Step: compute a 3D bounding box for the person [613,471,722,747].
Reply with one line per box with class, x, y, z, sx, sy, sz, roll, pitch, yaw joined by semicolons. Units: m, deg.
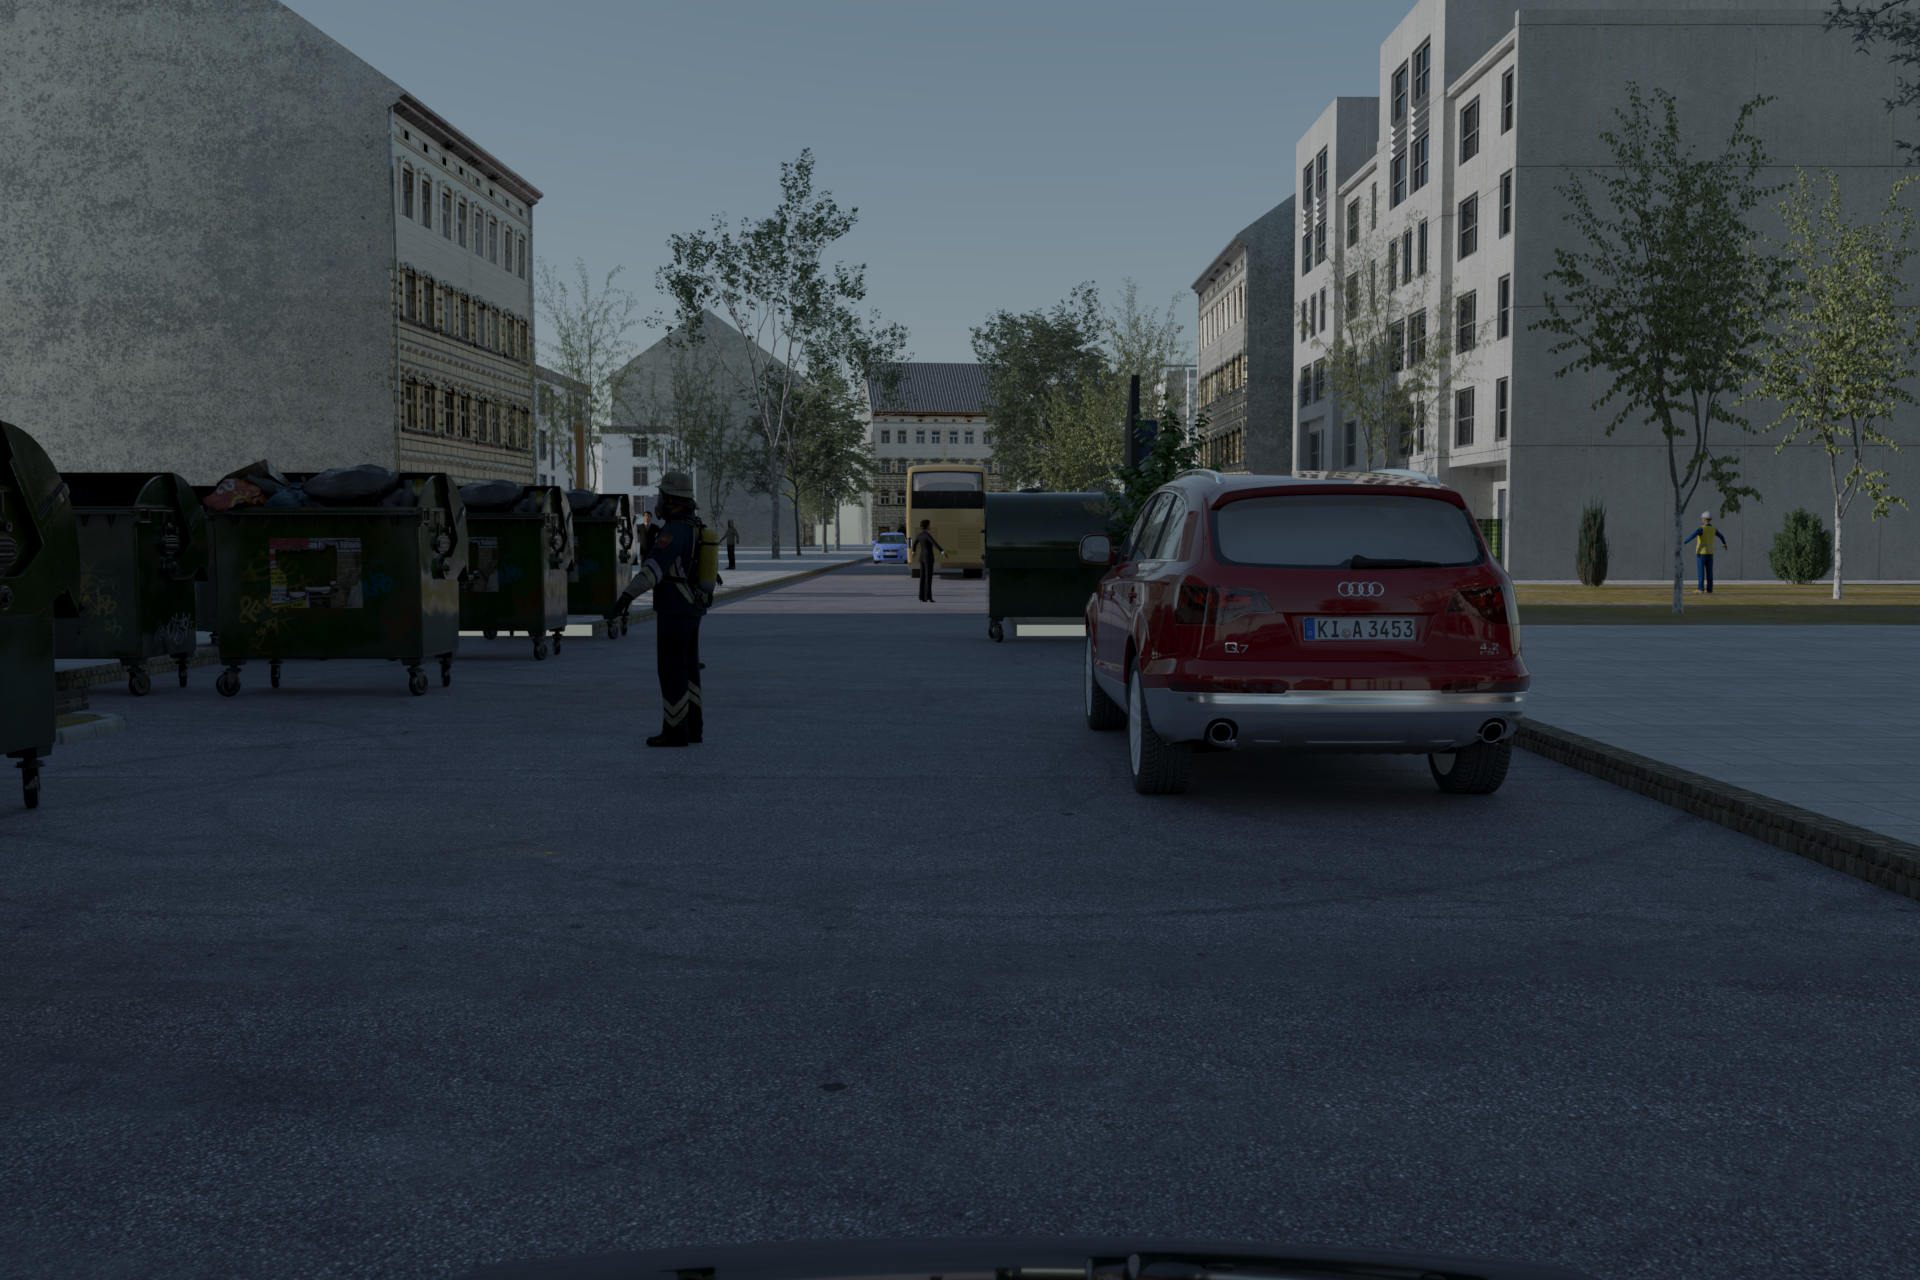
person;-1.939;-0.217;11.778;0.705;1.856;1.354;1;4;17

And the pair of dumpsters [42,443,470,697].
pair of dumpsters;-6.831;-0.655;15.664;4.436;2.255;1.574;0;3;0

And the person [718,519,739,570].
person;-8.298;-3.451;62.546;0.705;1.813;1.348;-3;4;-38

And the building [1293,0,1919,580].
building;23.563;-12.028;63.119;16.747;18.905;31.486;0;3;0

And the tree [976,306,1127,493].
tree;5.689;-11.620;96.640;9.857;13.997;8.962;0;3;0

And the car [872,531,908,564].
car;-3.279;-4.547;83.940;1.945;1.707;3.694;0;4;0

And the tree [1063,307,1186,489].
tree;5.535;-6.507;56.758;4.737;8.622;4.395;0;3;0

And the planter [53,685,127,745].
planter;-7.101;0.547;12.204;1.991;0.319;1.994;0;4;0

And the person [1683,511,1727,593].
person;16.115;-1.901;37.550;1.216;1.772;0.721;-1;4;-14

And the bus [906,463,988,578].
bus;-0.485;-4.143;59.287;2.896;3.916;12.252;0;4;-1

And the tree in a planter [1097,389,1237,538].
tree in a planter;2.603;-1.479;21.412;1.991;3.239;1.994;0;4;0

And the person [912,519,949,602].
person;-0.646;-1.664;36.381;0.721;1.740;1.216;-3;4;-37

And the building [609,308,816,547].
building;-24.845;-21.225;177.959;19.493;23.208;18.063;0;4;-1

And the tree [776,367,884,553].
tree;-9.052;-12.173;117.150;7.486;12.596;7.792;0;3;0

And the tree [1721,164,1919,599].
tree;17.198;-5.112;33.938;4.737;8.622;4.395;0;3;0

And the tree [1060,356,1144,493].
tree;5.729;-7.461;72.355;4.360;8.622;3.978;0;3;0

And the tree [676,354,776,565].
tree;-10.255;-7.391;71.203;4.360;8.622;3.978;0;3;0

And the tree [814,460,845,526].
tree;-19.127;-19.208;220.711;9.857;13.997;8.962;0;3;0

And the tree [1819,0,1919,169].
tree;8.436;-6.076;9.705;12.009;13.543;11.850;0;3;0

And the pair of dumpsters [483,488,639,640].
pair of dumpsters;-6.757;-1.158;23.889;4.436;2.255;1.574;0;4;0

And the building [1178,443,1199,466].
building;23.138;-13.307;159.723;9.099;9.664;28.070;0;4;0

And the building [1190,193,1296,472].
building;23.734;-16.252;96.654;19.493;23.208;18.063;0;4;0

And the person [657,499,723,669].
person;-2.916;-0.623;18.412;0.705;1.858;1.354;-2;4;-34

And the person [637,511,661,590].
person;-7.103;-2.032;39.416;1.347;1.806;0.705;0;4;-5

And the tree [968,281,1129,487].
tree;7.303;-16.706;129.033;12.611;20.169;13.585;0;3;0

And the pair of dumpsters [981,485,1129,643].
pair of dumpsters;2.496;-1.127;23.379;4.436;2.255;1.574;0;4;-1

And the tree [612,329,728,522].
tree;-9.881;-6.821;61.880;4.360;8.622;3.978;0;3;0

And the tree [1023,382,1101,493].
tree;5.167;-8.101;82.821;4.737;8.622;4.395;0;3;0

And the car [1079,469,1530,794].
car;1.952;-0.147;11.078;2.281;1.827;5.304;0;4;0

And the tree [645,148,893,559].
tree;-9.490;-14.138;87.047;12.611;20.169;13.585;0;3;0

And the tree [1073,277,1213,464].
tree;5.447;-6.076;49.713;4.360;8.622;3.978;0;3;0

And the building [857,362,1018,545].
building;-3.204;-23.686;220.655;18.063;23.208;19.493;-1;4;-8

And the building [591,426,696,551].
building;-27.009;-12.621;148.498;9.099;9.664;28.070;0;4;1

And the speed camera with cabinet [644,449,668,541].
speed camera with cabinet;-6.997;-2.850;40.930;0.660;3.252;2.038;0;4;1

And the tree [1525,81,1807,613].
tree;11.515;-4.738;27.824;4.737;8.622;4.395;0;3;0

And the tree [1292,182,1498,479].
tree;8.882;-5.286;36.793;4.360;8.622;3.978;0;3;0

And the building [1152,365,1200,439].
building;26.007;-20.381;189.652;16.016;20.090;11.380;0;4;0

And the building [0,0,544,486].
building;-28.429;-14.523;68.387;19.493;23.208;18.063;0;4;1

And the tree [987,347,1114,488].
tree;6.180;-12.347;112.244;12.009;13.543;11.850;0;3;0

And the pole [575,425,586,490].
pole;-7.087;-2.359;32.413;0.158;3.312;0.155;0;3;0

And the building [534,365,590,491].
building;-25.450;-9.556;98.387;9.099;9.664;28.070;0;3;0

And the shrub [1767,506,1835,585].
shrub;21.404;-2.426;44.085;1.690;2.028;1.600;0;3;0

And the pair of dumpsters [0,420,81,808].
pair of dumpsters;-6.862;-0.216;8.480;4.436;2.255;1.574;0;4;1

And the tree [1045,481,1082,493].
tree;13.703;-17.750;215.972;9.928;11.665;9.643;0;3;0

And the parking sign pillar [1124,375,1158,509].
parking sign pillar;3.110;-2.542;30.040;1.447;3.967;1.447;0;4;0

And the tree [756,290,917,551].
tree;-9.225;-16.850;131.388;12.611;20.169;13.585;0;3;0

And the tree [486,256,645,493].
tree;-9.632;-5.818;45.482;4.360;8.622;3.978;0;3;0

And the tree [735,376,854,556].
tree;-9.863;-10.255;102.075;7.601;10.594;8.767;-1;4;-10

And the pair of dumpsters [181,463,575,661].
pair of dumpsters;-6.792;-0.918;19.968;4.436;2.255;1.574;0;4;0
